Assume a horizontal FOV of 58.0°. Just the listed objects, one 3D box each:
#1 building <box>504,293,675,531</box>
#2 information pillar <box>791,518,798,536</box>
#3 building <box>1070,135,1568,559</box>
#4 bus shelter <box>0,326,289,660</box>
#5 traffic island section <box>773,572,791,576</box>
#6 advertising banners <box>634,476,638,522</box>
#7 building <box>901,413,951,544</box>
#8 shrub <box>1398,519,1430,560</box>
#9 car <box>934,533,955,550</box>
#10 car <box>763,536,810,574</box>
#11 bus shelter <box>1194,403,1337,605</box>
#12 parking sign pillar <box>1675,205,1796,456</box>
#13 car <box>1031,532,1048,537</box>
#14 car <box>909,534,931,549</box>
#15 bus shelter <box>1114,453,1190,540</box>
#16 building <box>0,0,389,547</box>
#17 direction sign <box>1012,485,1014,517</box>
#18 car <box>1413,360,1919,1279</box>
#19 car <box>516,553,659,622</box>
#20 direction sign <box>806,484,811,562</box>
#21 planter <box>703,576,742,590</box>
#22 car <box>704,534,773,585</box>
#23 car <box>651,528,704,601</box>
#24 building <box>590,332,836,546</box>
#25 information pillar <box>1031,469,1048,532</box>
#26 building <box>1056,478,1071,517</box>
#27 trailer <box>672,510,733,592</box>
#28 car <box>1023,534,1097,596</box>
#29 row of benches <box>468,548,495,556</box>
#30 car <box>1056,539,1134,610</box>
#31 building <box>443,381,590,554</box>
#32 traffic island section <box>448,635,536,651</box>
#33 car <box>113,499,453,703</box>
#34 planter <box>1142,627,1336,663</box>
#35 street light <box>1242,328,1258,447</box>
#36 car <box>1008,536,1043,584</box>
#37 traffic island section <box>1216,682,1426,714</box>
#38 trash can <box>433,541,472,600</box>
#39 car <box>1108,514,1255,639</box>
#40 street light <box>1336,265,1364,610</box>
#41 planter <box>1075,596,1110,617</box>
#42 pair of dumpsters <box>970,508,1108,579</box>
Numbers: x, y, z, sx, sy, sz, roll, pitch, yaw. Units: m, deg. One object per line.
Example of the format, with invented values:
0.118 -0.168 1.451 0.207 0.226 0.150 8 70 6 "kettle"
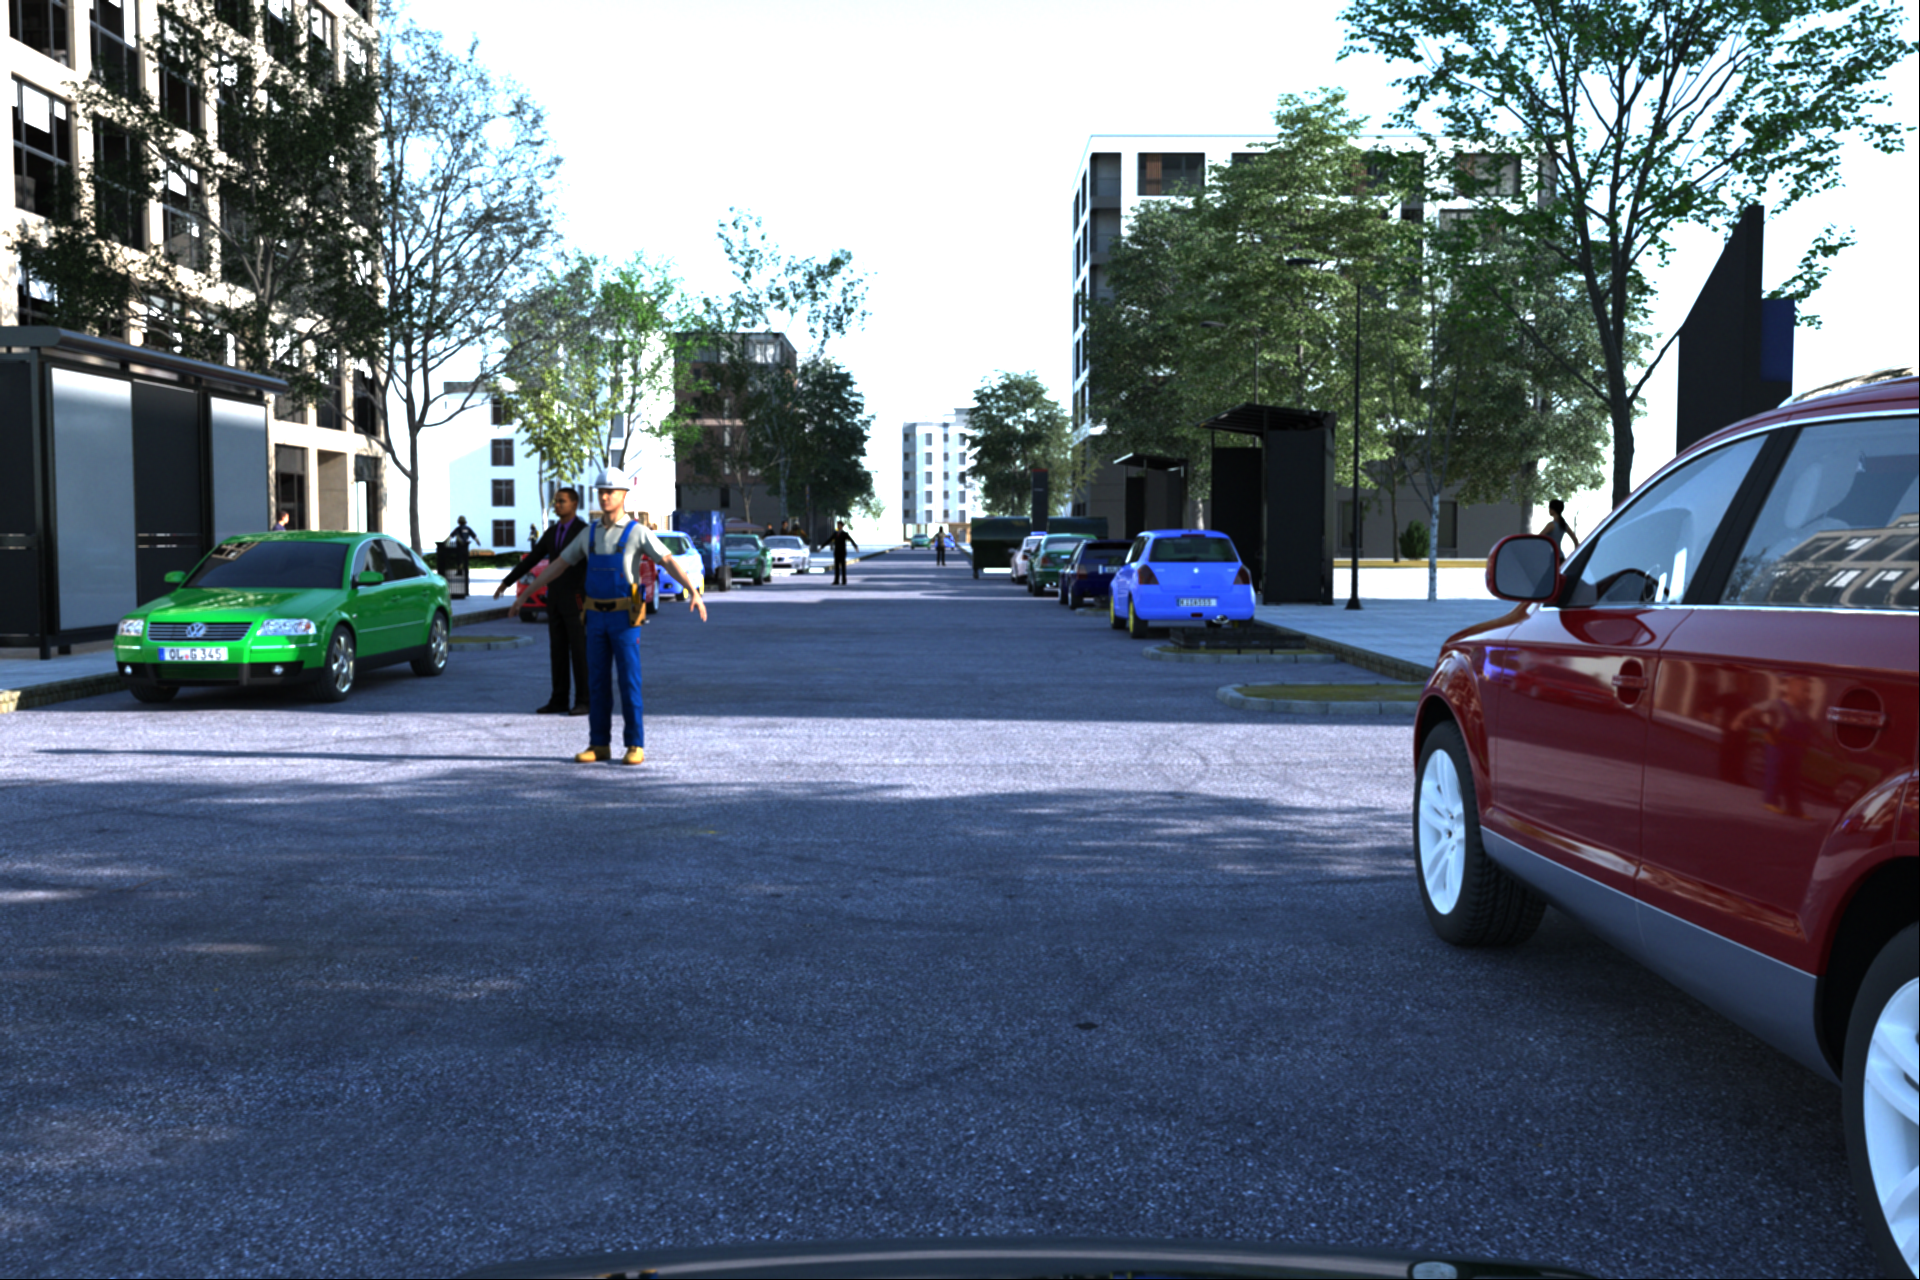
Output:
-29.472 -17.132 136.523 16.016 20.090 11.380 0 4 -1 "building"
-7.378 -4.445 77.171 0.304 2.012 0.304 0 4 1 "information pillar"
20.551 -15.986 105.343 27.936 21.610 32.646 0 4 0 "building"
-10.095 -2.526 18.929 2.179 5.291 8.768 0 4 0 "bus shelter"
-6.914 -2.291 60.317 1.991 0.108 1.994 0 3 0 "traffic island section"
-9.834 -3.405 51.866 0.090 3.025 2.074 0 4 0 "advertising banners"
-8.465 -24.598 261.058 11.380 20.090 16.016 0 4 -8 "building"
22.321 -4.944 84.872 1.661 2.075 1.752 0 3 0 "shrub"
-1.393 -9.022 157.098 1.945 1.707 3.694 0 4 -2 "car"
-6.560 -3.149 63.847 2.083 1.381 4.827 0 4 -1 "car"
5.923 -2.623 34.163 1.731 3.624 6.357 0 4 -1 "bus shelter"
6.635 -1.618 14.919 1.447 3.967 1.447 0 4 0 "parking sign pillar"
2.743 -3.041 59.311 1.945 1.707 3.694 0 4 -1 "car"
-3.681 -9.257 163.143 2.131 1.459 4.920 0 3 0 "car"
5.864 -3.794 53.319 1.731 3.624 6.357 0 3 0 "bus shelter"
-30.637 -14.896 46.752 19.351 26.588 34.151 0 4 -1 "building"
2.483 -5.453 81.151 0.379 3.537 0.876 0 4 -2 "direction sign"
2.687 0.259 4.432 2.281 1.827 5.304 0 3 0 "car"
-6.325 -1.263 29.694 2.155 1.783 4.494 0 4 -1 "car"
-6.933 -5.300 78.647 0.379 3.537 0.876 0 3 0 "direction sign"
-6.798 -1.497 45.620 1.991 0.319 1.994 0 4 -1 "planter"
-6.479 -2.344 50.124 2.131 1.459 4.920 0 4 -1 "car"
-6.670 -1.736 37.977 1.945 1.707 3.694 0 4 -1 "car"
-28.645 -21.246 191.344 27.936 21.610 32.646 0 4 -1 "building"
3.191 -4.891 69.353 0.750 3.857 0.750 0 4 -1 "information pillar"
18.266 -17.713 231.759 9.099 9.664 28.070 0 4 -1 "building"
-6.485 -2.174 42.592 1.471 1.999 3.904 0 4 -1 "trailer"
2.580 -1.803 41.270 2.131 1.459 4.920 0 4 0 "car"
-20.567 -3.603 74.369 1.422 0.672 4.104 -1 4 -22 "row of benches"
2.903 -1.321 34.186 1.945 1.354 3.894 0 4 -1 "car"
-27.797 -10.209 109.068 9.099 9.664 28.070 0 4 -1 "building"
-6.548 0.043 22.170 1.991 0.108 1.994 0 4 0 "traffic island section"
-6.134 -0.449 16.139 1.959 1.807 4.718 0 3 0 "car"
3.164 0.058 20.199 1.991 0.319 1.994 0 4 -1 "planter"
7.026 -4.007 38.050 1.470 5.913 1.316 0 4 0 "street light"
2.484 -2.346 50.717 2.083 1.381 4.827 0 4 -1 "car"
3.235 0.494 14.783 1.991 0.108 1.994 0 4 0 "traffic island section"
-9.986 -1.373 34.108 0.748 1.137 0.748 0 3 0 "trash can"
3.140 -0.944 25.033 1.945 1.707 3.694 0 4 -1 "car"
7.249 -3.470 29.283 1.470 5.913 1.316 0 4 -1 "street light"
3.077 -0.597 30.901 1.991 0.319 1.994 0 4 -1 "planter"
2.528 -3.099 55.626 4.436 2.255 1.574 0 3 0 "pair of dumpsters"
